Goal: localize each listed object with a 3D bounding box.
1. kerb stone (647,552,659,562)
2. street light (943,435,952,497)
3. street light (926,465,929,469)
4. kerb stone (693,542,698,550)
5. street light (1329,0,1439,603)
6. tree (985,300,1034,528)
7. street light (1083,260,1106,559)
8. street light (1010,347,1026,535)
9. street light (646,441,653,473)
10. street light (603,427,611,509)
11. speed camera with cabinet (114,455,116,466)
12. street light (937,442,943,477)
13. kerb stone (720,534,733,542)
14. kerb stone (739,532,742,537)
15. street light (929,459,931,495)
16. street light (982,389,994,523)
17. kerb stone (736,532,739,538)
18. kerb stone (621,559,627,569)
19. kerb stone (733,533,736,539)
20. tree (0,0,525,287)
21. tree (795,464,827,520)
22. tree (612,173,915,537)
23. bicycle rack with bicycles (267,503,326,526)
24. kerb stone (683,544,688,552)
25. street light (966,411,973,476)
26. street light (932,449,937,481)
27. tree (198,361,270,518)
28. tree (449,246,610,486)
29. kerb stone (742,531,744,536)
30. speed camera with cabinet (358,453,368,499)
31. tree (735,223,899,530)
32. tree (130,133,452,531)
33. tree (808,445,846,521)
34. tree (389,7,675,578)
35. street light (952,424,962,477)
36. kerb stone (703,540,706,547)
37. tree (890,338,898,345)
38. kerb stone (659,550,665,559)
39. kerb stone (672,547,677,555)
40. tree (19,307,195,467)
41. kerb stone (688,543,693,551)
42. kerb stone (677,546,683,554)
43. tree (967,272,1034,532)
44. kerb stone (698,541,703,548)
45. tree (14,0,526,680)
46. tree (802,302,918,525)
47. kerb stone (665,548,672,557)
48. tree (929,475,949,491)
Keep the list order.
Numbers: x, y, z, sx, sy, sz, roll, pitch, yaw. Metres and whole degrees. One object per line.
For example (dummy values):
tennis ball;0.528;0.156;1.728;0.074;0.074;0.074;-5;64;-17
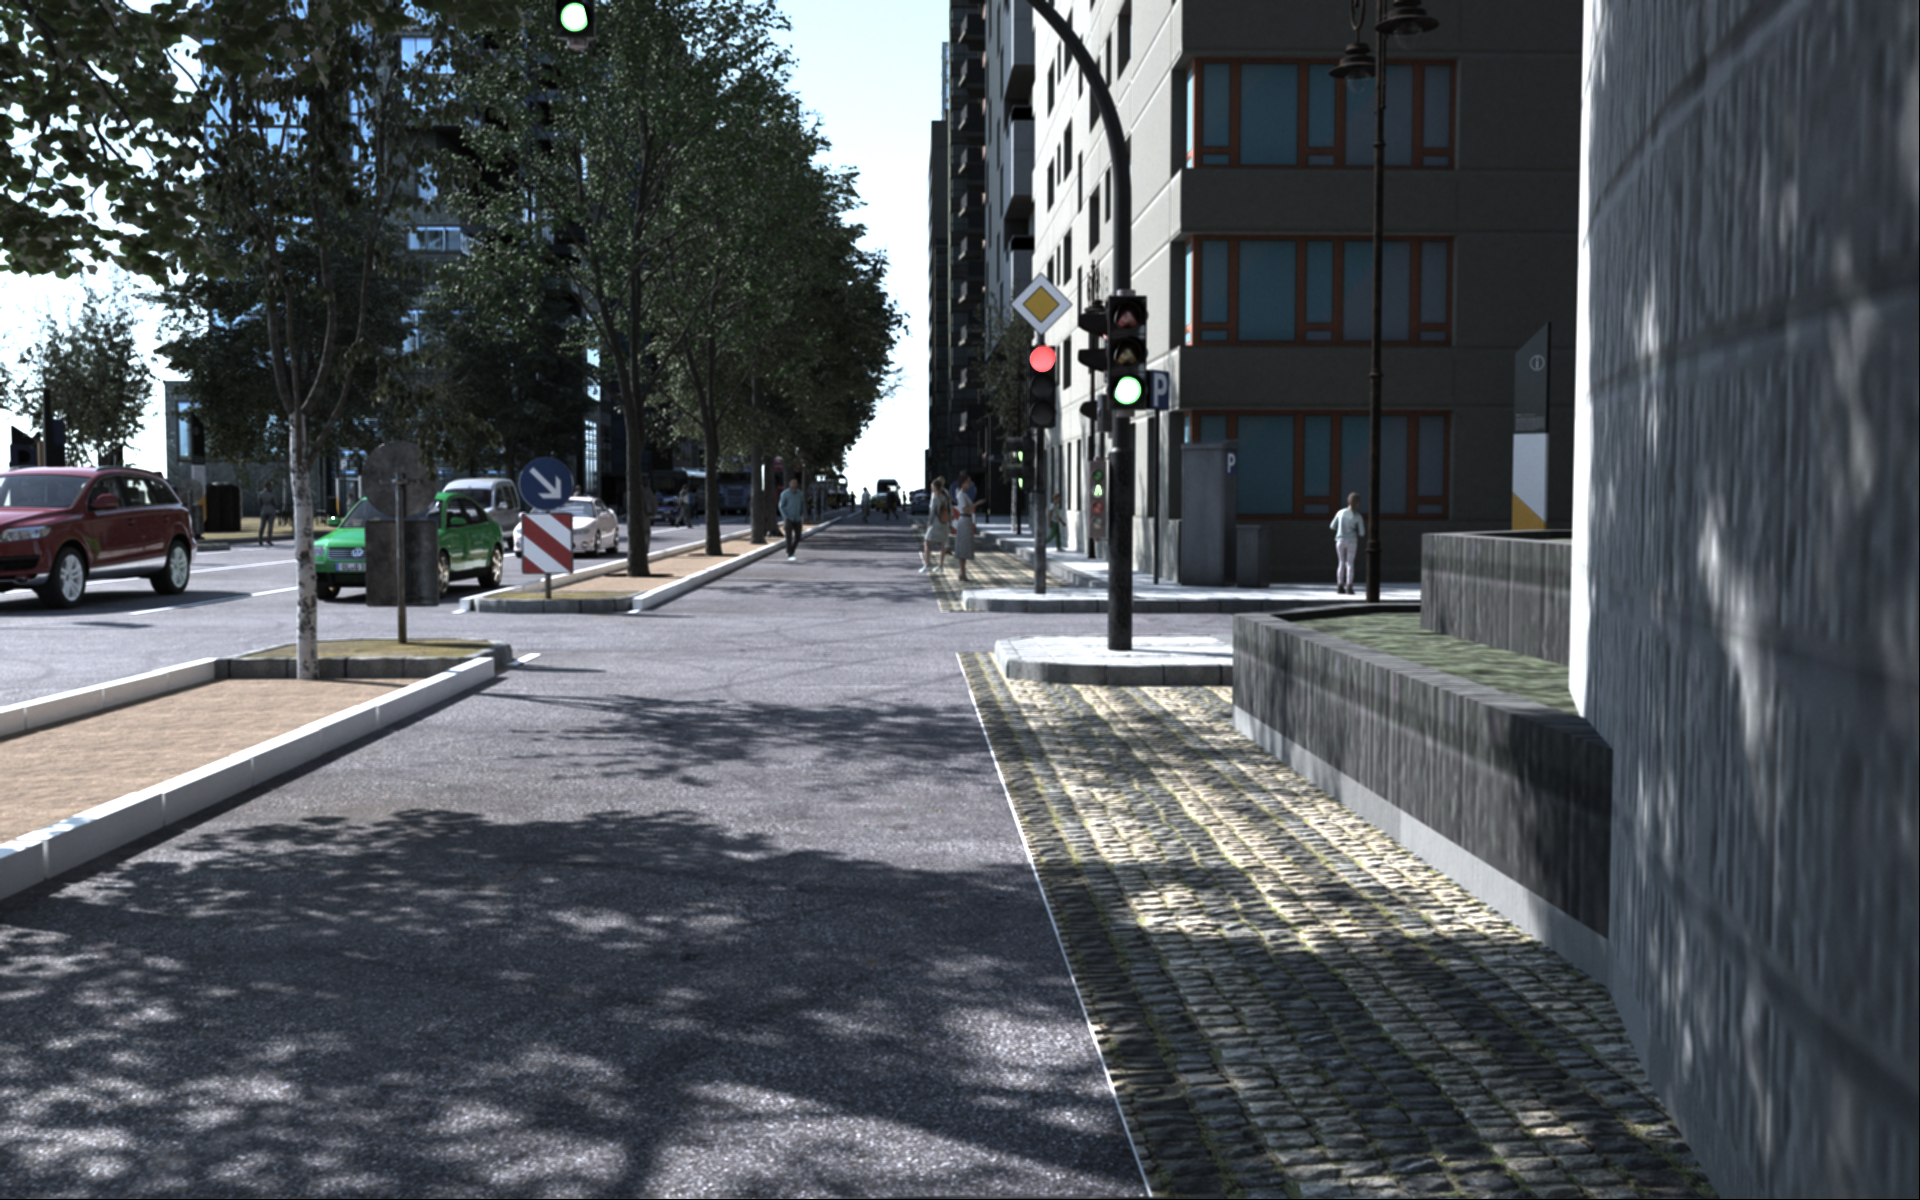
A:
kerb stone;-6.632;-0.911;37.128;0.120;0.150;1.000;0;4;-2
street light;-0.819;-9.780;132.690;0.468;5.910;1.993;0;4;-2
street light;-3.772;-14.862;215.783;0.468;5.910;1.993;0;4;-2
kerb stone;-6.892;-1.351;44.287;0.120;0.150;1.000;0;4;-2
street light;3.350;-2.514;13.897;0.468;5.910;1.993;0;4;-2
tree;2.758;-7.038;65.428;4.737;8.622;4.395;0;3;0
street light;2.628;-3.764;34.334;0.468;5.910;1.993;0;4;-2
street light;1.871;-5.012;54.738;0.468;5.910;1.993;0;4;-2
street light;-25.196;-10.261;140.549;0.468;5.910;1.993;0;4;-2
street light;-24.271;-8.953;119.164;0.468;5.910;1.993;0;4;-2
speed camera with cabinet;-42.083;-5.703;87.587;2.038;3.252;0.660;2;4;30
street light;-1.551;-11.028;153.095;0.468;5.910;1.993;0;4;-2
kerb stone;-7.209;-1.912;53.492;0.120;0.150;1.000;0;4;-2
kerb stone;-7.317;-2.102;56.565;0.120;0.150;1.000;0;4;-2
street light;-3.001;-13.614;195.379;0.468;5.910;1.993;0;4;-2
street light;1.200;-6.316;76.048;0.468;5.910;1.993;0;4;-2
kerb stone;-7.281;-2.034;55.535;0.120;0.150;1.000;0;4;-2
kerb stone;-6.498;-0.661;33.005;0.120;0.150;1.000;0;4;-2
kerb stone;-7.246;-1.971;54.514;0.120;0.150;1.000;0;4;-2
tree;-4.183;-5.214;5.830;7.486;12.596;7.792;0;3;0
tree;-7.575;-8.695;94.989;4.737;8.622;4.395;0;3;0
tree;-6.317;-8.419;57.110;9.611;12.733;9.660;0;3;0
bicycle rack with bicycles;-26.749;-3.446;69.717;2.852;0.926;2.925;-2;4;-30
kerb stone;-6.814;-1.226;42.241;0.120;0.150;1.000;0;4;-2
street light;0.516;-7.573;96.606;0.468;5.910;1.993;0;4;-2
street light;-2.334;-12.276;173.498;0.468;5.910;1.993;0;4;-2
tree;-38.101;-8.605;91.056;4.737;8.622;4.395;0;3;0
tree;-23.229;-11.189;89.600;9.857;13.997;8.962;0;3;0
kerb stone;-7.357;-2.165;57.586;0.120;0.150;1.000;0;4;-2
speed camera with cabinet;-27.605;-5.403;82.679;2.038;3.252;0.660;-2;4;-31
tree;-6.711;-9.741;68.385;9.857;13.997;8.962;0;3;0
tree;-23.019;-9.372;59.893;9.857;13.997;8.962;0;3;0
tree;-7.563;-8.411;90.347;4.360;8.622;3.978;0;3;0
tree;-5.677;-6.207;29.695;9.928;11.665;9.643;0;3;0
street light;-0.076;-8.532;112.286;0.468;5.910;1.993;0;4;-2
kerb stone;-6.964;-1.472;46.330;0.120;0.150;1.000;0;4;-2
tree;-5.641;-7.824;48.500;7.486;12.596;7.792;0;3;0
kerb stone;-6.674;-0.973;38.149;0.120;0.150;1.000;0;4;-2
kerb stone;-6.744;-1.097;40.193;0.120;0.150;1.000;0;4;-2
tree;-33.143;-7.151;67.282;4.737;8.622;4.395;0;3;0
kerb stone;-6.851;-1.285;43.262;0.120;0.150;1.000;0;4;-2
kerb stone;-6.783;-1.163;41.214;0.120;0.150;1.000;0;4;-2
tree;2.032;-6.619;58.588;4.360;8.622;3.978;0;3;0
kerb stone;-6.920;-1.411;45.309;0.120;0.150;1.000;0;4;-2
tree;-5.000;-3.672;12.850;4.360;8.622;3.978;0;3;0
tree;-7.149;-10.188;79.403;12.009;13.543;11.850;0;3;0
kerb stone;-6.700;-1.033;39.170;0.120;0.150;1.000;0;4;-2
tree;-2.049;-11.536;183.219;1.663;3.219;1.824;0;3;0
